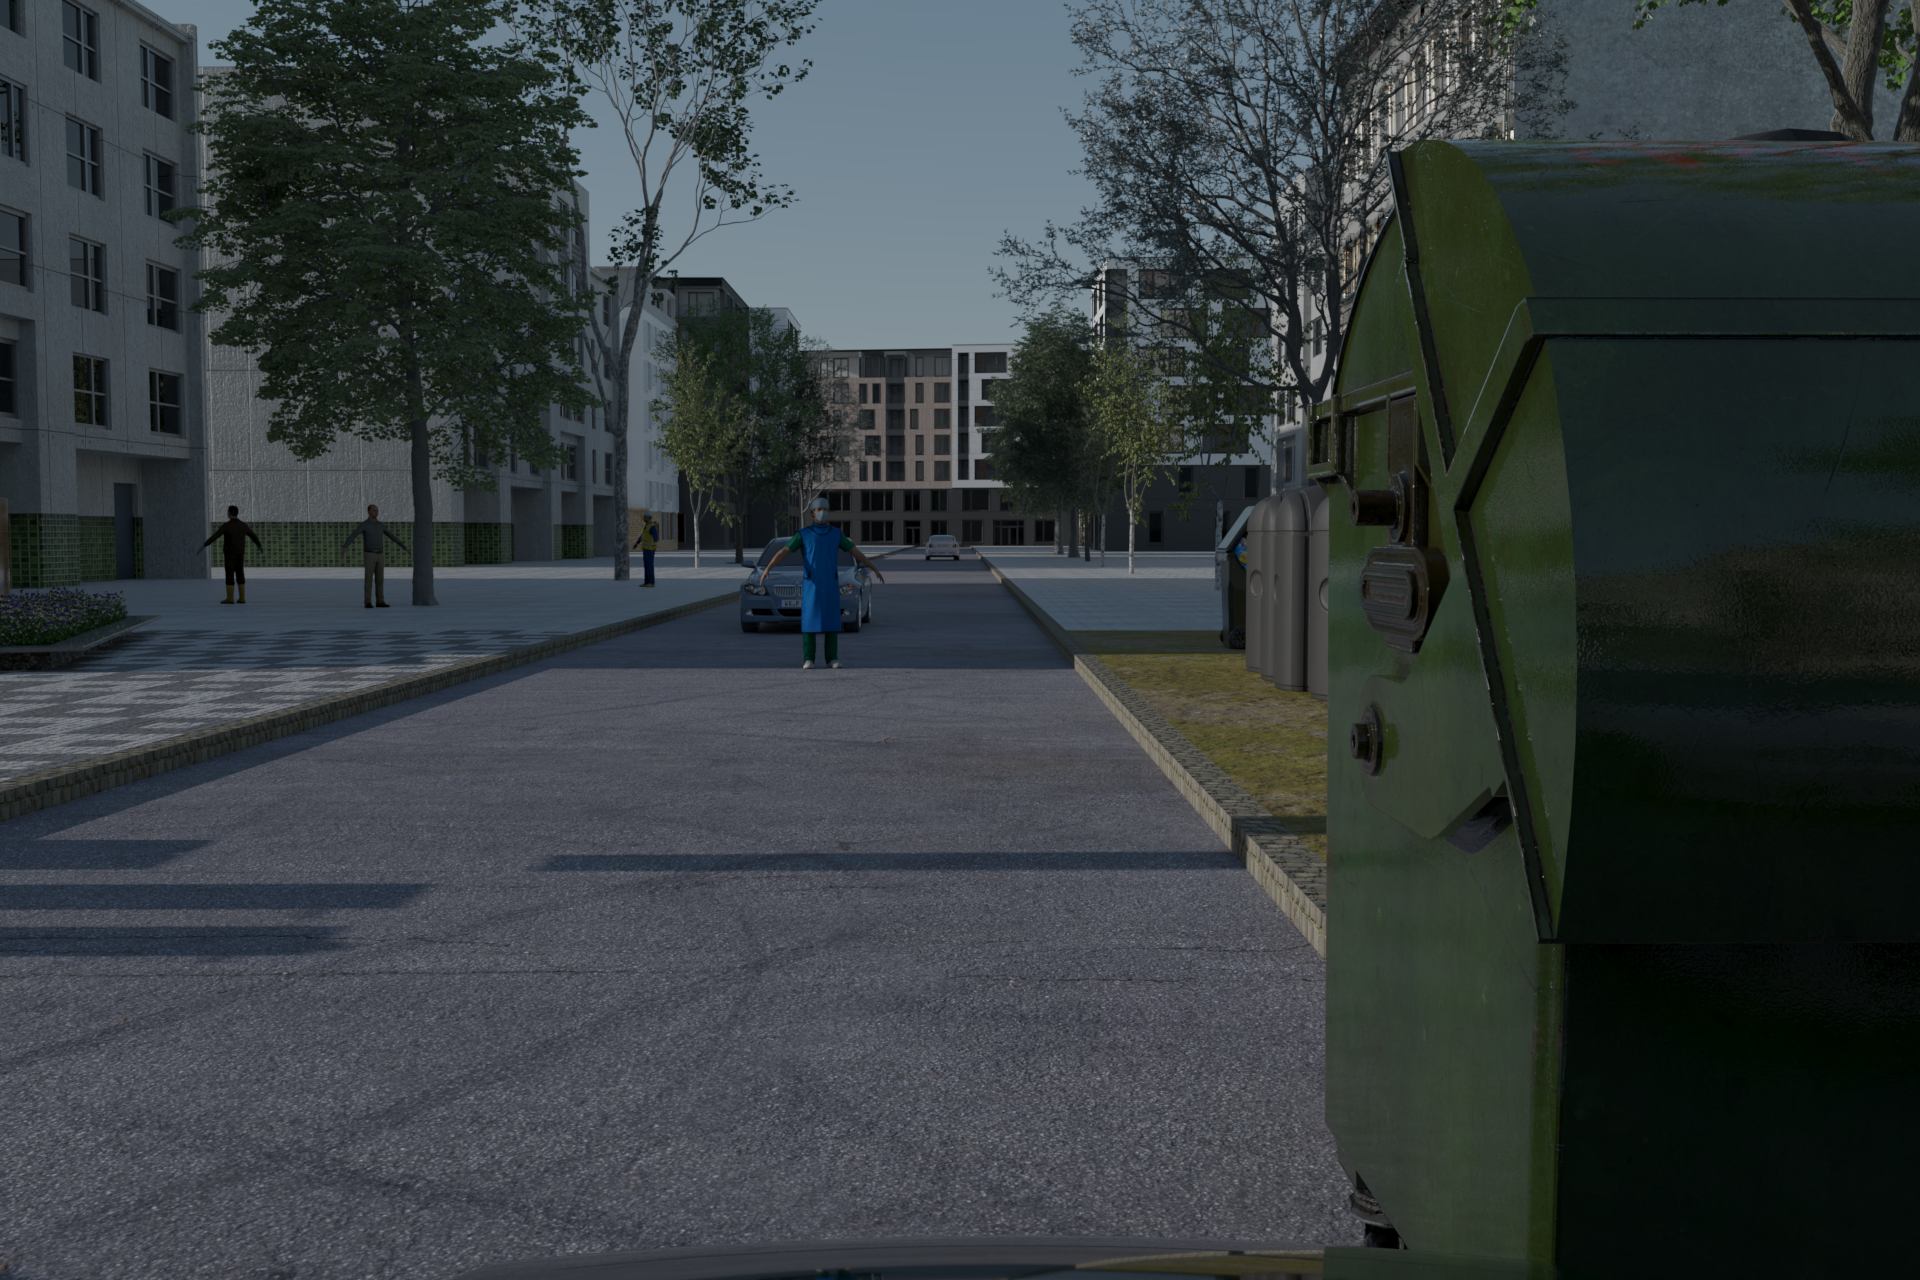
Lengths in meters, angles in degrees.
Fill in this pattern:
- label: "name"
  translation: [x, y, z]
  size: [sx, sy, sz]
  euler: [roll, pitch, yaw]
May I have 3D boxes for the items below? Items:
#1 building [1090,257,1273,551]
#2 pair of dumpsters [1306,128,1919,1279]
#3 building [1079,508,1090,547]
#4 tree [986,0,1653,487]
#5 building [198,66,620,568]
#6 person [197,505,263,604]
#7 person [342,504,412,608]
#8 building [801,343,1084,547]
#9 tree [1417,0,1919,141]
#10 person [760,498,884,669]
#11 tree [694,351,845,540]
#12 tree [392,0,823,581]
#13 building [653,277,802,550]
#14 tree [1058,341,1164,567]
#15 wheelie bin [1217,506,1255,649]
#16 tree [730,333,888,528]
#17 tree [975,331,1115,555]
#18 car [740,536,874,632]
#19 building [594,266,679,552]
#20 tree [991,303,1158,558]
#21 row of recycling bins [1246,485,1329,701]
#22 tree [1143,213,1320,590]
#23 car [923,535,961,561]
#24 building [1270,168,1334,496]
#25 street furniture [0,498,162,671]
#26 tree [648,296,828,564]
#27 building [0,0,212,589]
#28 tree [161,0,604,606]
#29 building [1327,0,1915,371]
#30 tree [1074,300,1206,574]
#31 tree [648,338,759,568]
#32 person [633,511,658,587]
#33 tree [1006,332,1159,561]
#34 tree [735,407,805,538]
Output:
- label: "building"
  translation: [24.621, -18.367, 144.280]
  size: [27.936, 21.610, 32.646]
  euler: [0, 4, 0]
- label: "pair of dumpsters"
  translation: [2.803, 0.141, 2.652]
  size: [4.436, 2.255, 1.574]
  euler: [0, 4, -1]
- label: "building"
  translation: [21.902, -20.957, 173.583]
  size: [19.493, 23.208, 18.063]
  euler: [0, 4, 0]
- label: "tree"
  translation: [6.035, -7.253, 28.961]
  size: [12.009, 13.543, 11.850]
  euler: [0, 3, 0]
- label: "building"
  translation: [-27.620, -13.158, 81.596]
  size: [16.747, 18.905, 31.486]
  euler: [0, 4, 1]
- label: "person"
  translation: [-13.387, -1.575, 31.896]
  size: [0.704, 1.812, 1.346]
  euler: [2, 4, 33]
- label: "person"
  translation: [-10.182, -1.459, 30.125]
  size: [0.705, 1.796, 1.348]
  euler: [3, 4, 39]
- label: "building"
  translation: [-0.967, -21.592, 199.466]
  size: [32.646, 21.610, 27.936]
  euler: [1, 4, 9]
- label: "tree"
  translation: [4.650, -5.064, 8.545]
  size: [9.928, 11.665, 9.643]
  euler: [0, 3, 0]
- label: "person"
  translation: [-1.480, -0.605, 18.473]
  size: [1.347, 1.817, 0.704]
  euler: [-1, 4, -17]
- label: "tree"
  translation: [-9.325, -9.189, 84.654]
  size: [8.767, 10.594, 7.601]
  euler: [1, 4, 13]
- label: "tree"
  translation: [-10.022, -11.790, 48.650]
  size: [12.611, 20.169, 13.585]
  euler: [0, 3, 0]
- label: "building"
  translation: [-29.452, -18.971, 154.146]
  size: [27.936, 21.610, 32.646]
  euler: [0, 4, 0]
- label: "tree"
  translation: [5.392, -7.128, 66.899]
  size: [4.360, 8.622, 3.978]
  euler: [0, 3, 0]
- label: "wheelie bin"
  translation: [3.279, -0.711, 19.537]
  size: [0.693, 1.594, 0.980]
  euler: [0, 4, -1]
- label: "tree"
  translation: [-9.459, -11.930, 105.427]
  size: [12.009, 13.543, 11.850]
  euler: [0, 3, 0]
- label: "tree"
  translation: [6.058, -12.295, 107.681]
  size: [9.857, 13.997, 8.962]
  euler: [0, 3, 0]
- label: "car"
  translation: [-2.312, -0.901, 26.740]
  size: [2.014, 1.417, 4.499]
  euler: [0, 3, 0]
- label: "building"
  translation: [-27.221, -16.344, 123.646]
  size: [16.016, 20.090, 11.380]
  euler: [0, 4, 0]
- label: "tree"
  translation: [6.227, -11.485, 94.434]
  size: [9.857, 13.997, 8.962]
  euler: [0, 3, 0]
- label: "row of recycling bins"
  translation: [3.099, -0.467, 14.750]
  size: [1.069, 1.692, 3.534]
  euler: [0, 4, -1]
- label: "tree"
  translation: [6.034, -5.458, 39.599]
  size: [4.737, 8.622, 4.395]
  euler: [0, 3, 0]
- label: "car"
  translation: [-0.979, -5.060, 95.095]
  size: [2.083, 1.381, 4.827]
  euler: [0, 4, -1]
- label: "building"
  translation: [25.021, -12.864, 76.792]
  size: [16.747, 18.905, 31.486]
  euler: [0, 3, 0]
- label: "street furniture"
  translation: [-11.789, -0.645, 17.395]
  size: [11.010, 1.723, 9.812]
  euler: [-1, 4, -19]
- label: "tree"
  translation: [-9.587, -9.136, 75.129]
  size: [9.928, 11.665, 9.643]
  euler: [0, 3, 0]
- label: "building"
  translation: [-29.938, -10.209, 33.382]
  size: [16.747, 18.905, 31.486]
  euler: [0, 4, 0]
- label: "tree"
  translation: [-10.001, -6.878, 30.582]
  size: [7.486, 12.596, 7.792]
  euler: [0, 3, 0]
- label: "building"
  translation: [21.587, -13.258, 47.705]
  size: [19.493, 23.208, 18.063]
  euler: [0, 4, 0]
- label: "tree"
  translation: [5.758, -6.429, 55.478]
  size: [4.737, 8.622, 4.395]
  euler: [0, 3, 0]
- label: "tree"
  translation: [-9.835, -7.020, 65.133]
  size: [4.737, 8.622, 4.395]
  euler: [0, 3, 0]
- label: "person"
  translation: [-7.551, -2.193, 41.821]
  size: [0.705, 1.833, 1.349]
  euler: [-2, 4, -32]
- label: "tree"
  translation: [5.647, -8.949, 80.728]
  size: [7.601, 10.594, 8.767]
  euler: [-1, 4, -16]
- label: "tree"
  translation: [-10.099, -8.749, 93.414]
  size: [4.737, 8.622, 4.395]
  euler: [0, 3, 0]
